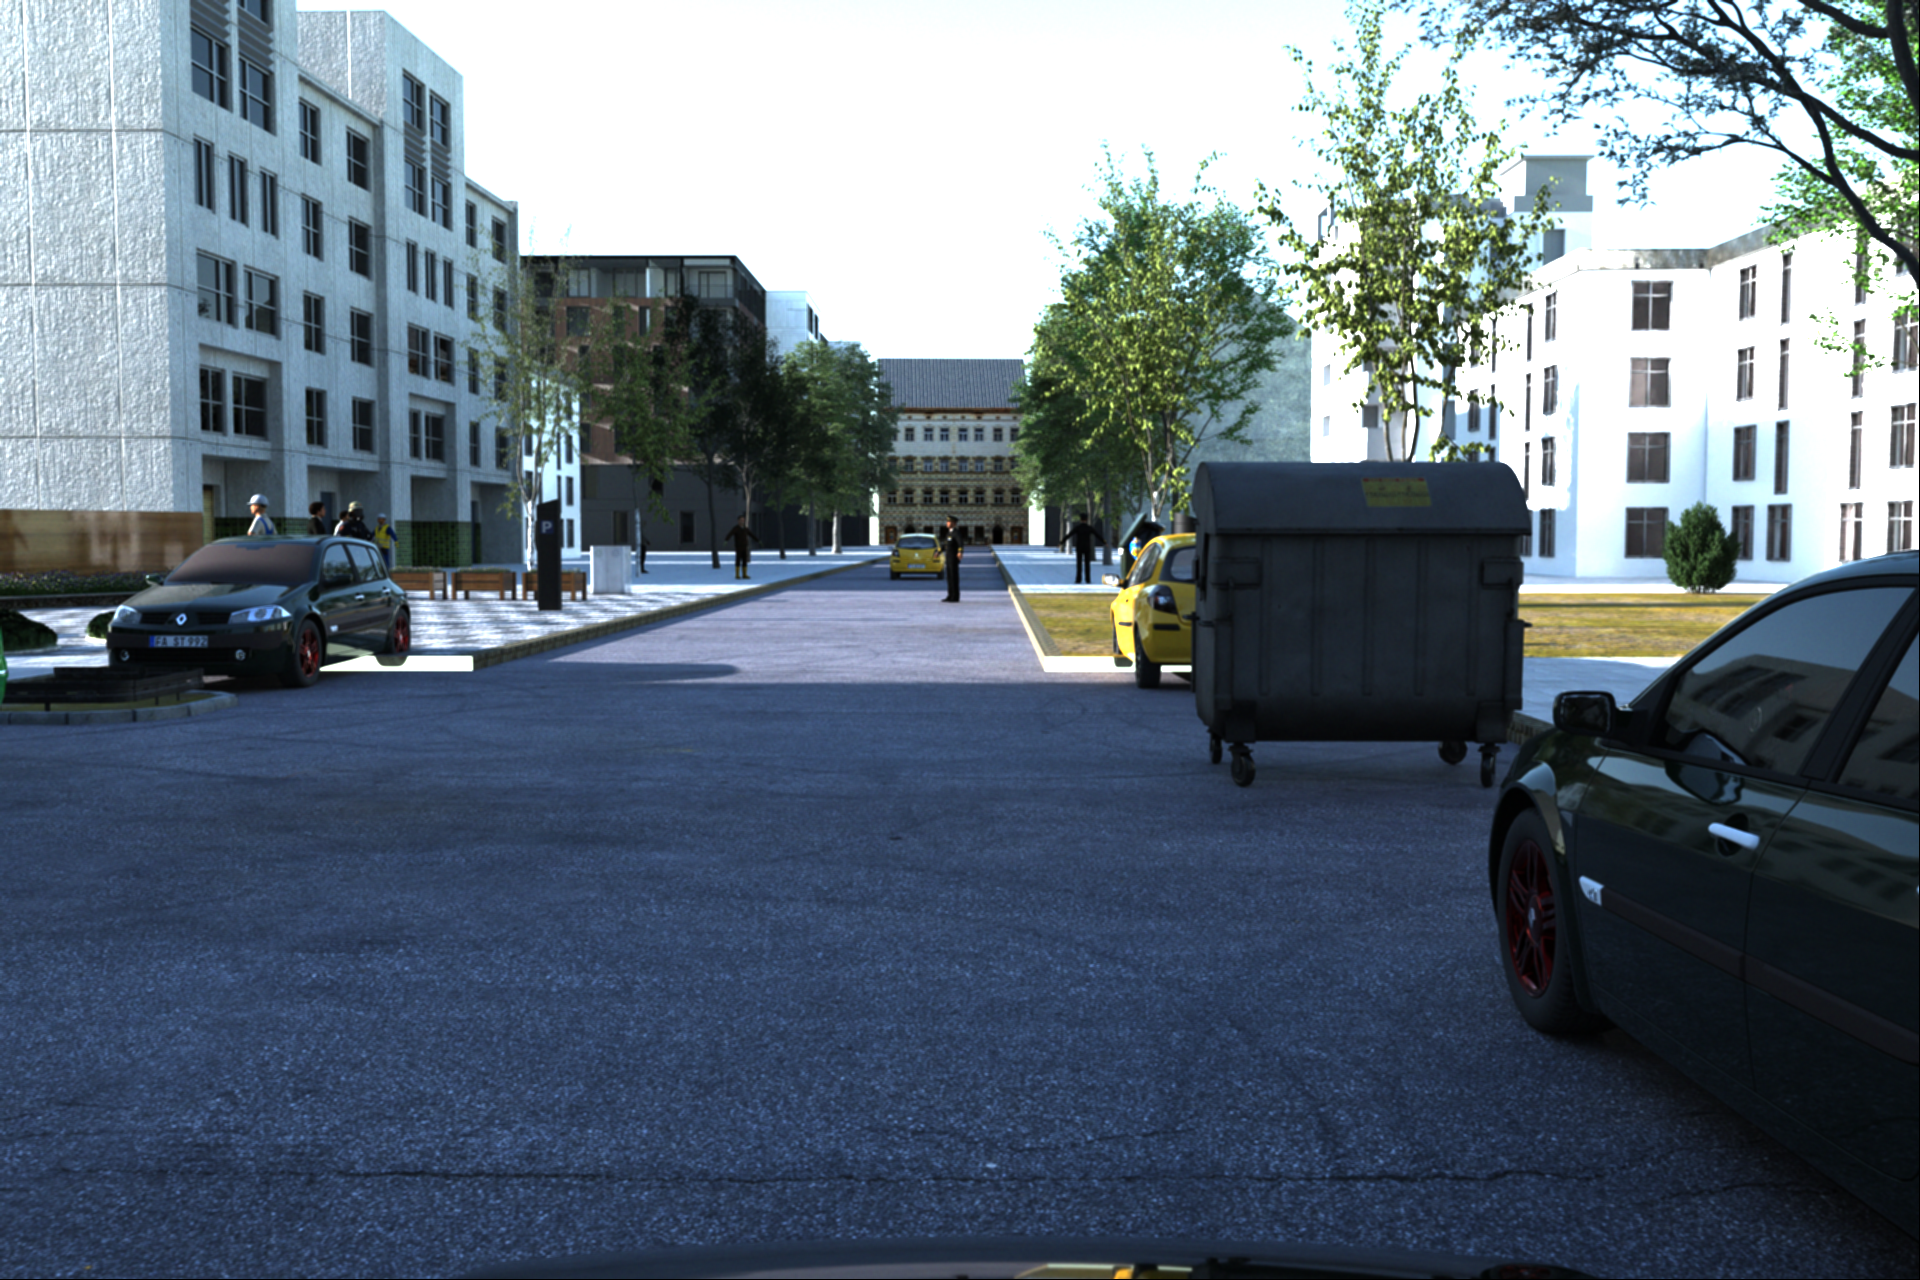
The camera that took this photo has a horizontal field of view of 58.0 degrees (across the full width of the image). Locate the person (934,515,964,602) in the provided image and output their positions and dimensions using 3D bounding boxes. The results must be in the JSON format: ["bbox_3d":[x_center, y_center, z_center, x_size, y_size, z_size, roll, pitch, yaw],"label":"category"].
[{"bbox_3d":[-0.184,-1.721,36.526,0.705,1.837,1.347,-2,4,-23],"label":"person"}]

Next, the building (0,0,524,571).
[{"bbox_3d":[-27.733,-11.783,59.107,16.747,18.905,31.486,0,4,2],"label":"building"}]

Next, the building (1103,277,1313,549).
[{"bbox_3d":[22.979,-19.878,155.934,19.493,23.208,18.063,0,4,0],"label":"building"}]

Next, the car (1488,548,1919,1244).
[{"bbox_3d":[2.474,0.368,3.770,2.009,1.686,4.222,0,4,1],"label":"car"}]

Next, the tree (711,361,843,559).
[{"bbox_3d":[-9.419,-9.436,88.694,7.601,10.594,8.767,1,4,12],"label":"tree"}]

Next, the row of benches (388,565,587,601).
[{"bbox_3d":[-9.324,-1.112,33.651,4.104,0.672,1.422,1,4,9],"label":"row of benches"}]

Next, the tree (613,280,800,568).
[{"bbox_3d":[-9.440,-7.948,64.369,7.601,10.594,8.767,0,4,-2],"label":"tree"}]

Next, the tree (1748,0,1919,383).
[{"bbox_3d":[16.613,-6.249,27.920,9.928,11.665,9.643,0,3,0],"label":"tree"}]

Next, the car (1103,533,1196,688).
[{"bbox_3d":[2.495,-0.446,17.514,2.015,1.641,3.980,0,4,0],"label":"car"}]

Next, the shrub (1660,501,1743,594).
[{"bbox_3d":[16.004,-2.018,37.410,1.690,2.028,1.600,0,3,0],"label":"shrub"}]

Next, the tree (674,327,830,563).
[{"bbox_3d":[-9.208,-8.741,77.324,7.601,10.594,8.767,-2,4,-34],"label":"tree"}]

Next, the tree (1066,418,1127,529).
[{"bbox_3d":[7.077,-8.595,90.892,4.737,8.622,4.395,0,3,0],"label":"tree"}]

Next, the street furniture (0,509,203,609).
[{"bbox_3d":[-18.032,-1.529,31.856,11.010,1.723,9.812,1,4,22],"label":"street furniture"}]

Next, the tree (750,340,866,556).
[{"bbox_3d":[-9.058,-11.219,101.559,7.486,12.596,7.792,0,3,0],"label":"tree"}]

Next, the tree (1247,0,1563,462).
[{"bbox_3d":[5.969,-4.461,23.292,4.737,8.622,4.395,0,3,0],"label":"tree"}]

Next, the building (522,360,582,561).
[{"bbox_3d":[-25.014,-9.286,93.966,9.099,9.664,28.070,0,4,0],"label":"building"}]

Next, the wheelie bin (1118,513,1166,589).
[{"bbox_3d":[2.702,-1.084,25.635,0.693,1.594,0.980,0,4,-1],"label":"wheelie bin"}]

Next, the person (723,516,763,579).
[{"bbox_3d":[-6.245,-2.659,49.609,1.346,1.812,0.704,-3,5,-41],"label":"person"}]

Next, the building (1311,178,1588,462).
[{"bbox_3d":[25.393,-14.819,98.714,16.016,20.090,11.380,0,4,1],"label":"building"}]

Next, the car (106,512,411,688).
[{"bbox_3d":[-6.905,-0.465,17.391,2.009,1.686,4.222,0,4,1],"label":"car"}]

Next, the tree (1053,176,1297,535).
[{"bbox_3d":[6.279,-7.671,51.181,9.928,11.665,9.643,0,3,0],"label":"tree"}]

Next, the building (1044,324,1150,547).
[{"bbox_3d":[22.874,-20.850,184.878,27.936,21.610,32.646,0,4,1],"label":"building"}]

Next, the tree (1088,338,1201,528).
[{"bbox_3d":[6.368,-6.788,61.340,4.737,8.622,4.395,0,3,0],"label":"tree"}]

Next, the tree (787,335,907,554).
[{"bbox_3d":[-8.049,-12.626,113.087,9.857,13.997,8.962,0,3,0],"label":"tree"}]

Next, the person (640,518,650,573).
[{"bbox_3d":[-10.462,-3.122,57.174,0.705,1.813,1.348,-1,4,-20],"label":"person"}]

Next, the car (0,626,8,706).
[{"bbox_3d":[-6.747,0.010,8.633,1.959,1.807,4.718,0,4,1],"label":"car"}]

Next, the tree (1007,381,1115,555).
[{"bbox_3d":[6.480,-11.584,107.525,7.486,12.596,7.792,0,3,0],"label":"tree"}]

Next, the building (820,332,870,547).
[{"bbox_3d":[-24.498,-20.614,181.010,27.936,21.610,32.646,0,4,1],"label":"building"}]

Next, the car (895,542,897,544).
[{"bbox_3d":[-2.083,-4.458,84.684,2.131,1.459,4.920,0,4,1],"label":"car"}]

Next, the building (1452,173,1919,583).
[{"bbox_3d":[22.732,-6.665,51.122,9.099,9.664,28.070,0,4,1],"label":"building"}]

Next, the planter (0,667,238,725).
[{"bbox_3d":[-7.032,0.436,14.004,1.991,0.319,1.994,0,4,0],"label":"planter"}]

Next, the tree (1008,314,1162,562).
[{"bbox_3d":[6.093,-9.495,80.995,9.928,11.665,9.643,0,3,0],"label":"tree"}]

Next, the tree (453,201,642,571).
[{"bbox_3d":[-9.902,-5.424,39.053,4.360,8.622,3.978,0,3,0],"label":"tree"}]

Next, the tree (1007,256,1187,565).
[{"bbox_3d":[5.649,-9.318,70.480,7.486,12.596,7.792,0,3,0],"label":"tree"}]

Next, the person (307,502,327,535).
[{"bbox_3d":[-10.464,-1.354,28.327,0.705,1.806,1.347,-2,4,-26],"label":"person"}]

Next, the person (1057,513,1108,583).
[{"bbox_3d":[3.207,-2.393,45.056,1.347,1.837,0.705,0,4,-4],"label":"person"}]

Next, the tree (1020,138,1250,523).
[{"bbox_3d":[3.477,-4.984,31.847,4.737,8.622,4.395,0,3,0],"label":"tree"}]

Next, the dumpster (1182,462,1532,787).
[{"bbox_3d":[2.306,-0.126,10.279,1.865,1.857,1.264,0,4,1],"label":"dumpster"}]

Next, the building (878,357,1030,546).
[{"bbox_3d":[-1.118,-23.332,214.858,18.063,23.208,19.493,0,4,-2],"label":"building"}]

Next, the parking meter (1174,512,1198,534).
[{"bbox_3d":[2.661,-0.714,20.089,0.372,1.533,0.369,0,3,0],"label":"parking meter"}]

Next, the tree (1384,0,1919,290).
[{"bbox_3d":[8.027,-6.310,13.535,12.009,13.543,11.850,0,3,0],"label":"tree"}]

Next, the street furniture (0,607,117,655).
[{"bbox_3d":[-13.309,-0.298,20.501,10.072,0.657,5.734,0,4,2],"label":"street furniture"}]

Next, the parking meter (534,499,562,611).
[{"bbox_3d":[-6.889,-1.423,28.972,0.399,1.863,0.255,0,4,0],"label":"parking meter"}]

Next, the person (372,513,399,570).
[{"bbox_3d":[-15.465,-2.467,46.305,1.349,1.833,0.705,2,4,28],"label":"person"}]

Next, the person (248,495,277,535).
[{"bbox_3d":[-10.073,-1.164,24.892,0.705,1.847,1.347,0,4,3],"label":"person"}]

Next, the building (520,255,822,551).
[{"bbox_3d":[-26.775,-18.312,143.378,27.936,21.610,32.646,0,4,0],"label":"building"}]

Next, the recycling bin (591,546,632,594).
[{"bbox_3d":[-7.469,-1.502,37.104,0.722,1.027,0.722,0,4,2],"label":"recycling bin"}]

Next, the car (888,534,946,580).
[{"bbox_3d":[-1.336,-2.779,55.660,2.015,1.641,3.980,0,4,0],"label":"car"}]

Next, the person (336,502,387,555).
[{"bbox_3d":[-10.788,-1.544,31.023,0.705,1.856,1.354,1,4,20],"label":"person"}]

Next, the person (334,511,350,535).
[{"bbox_3d":[-13.851,-2.014,39.121,0.705,1.806,1.347,0,4,5],"label":"person"}]

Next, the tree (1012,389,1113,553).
[{"bbox_3d":[7.214,-11.864,119.726,9.928,11.665,9.643,0,3,0],"label":"tree"}]

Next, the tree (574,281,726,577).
[{"bbox_3d":[-9.315,-6.166,51.183,4.737,8.622,4.395,0,3,0],"label":"tree"}]
